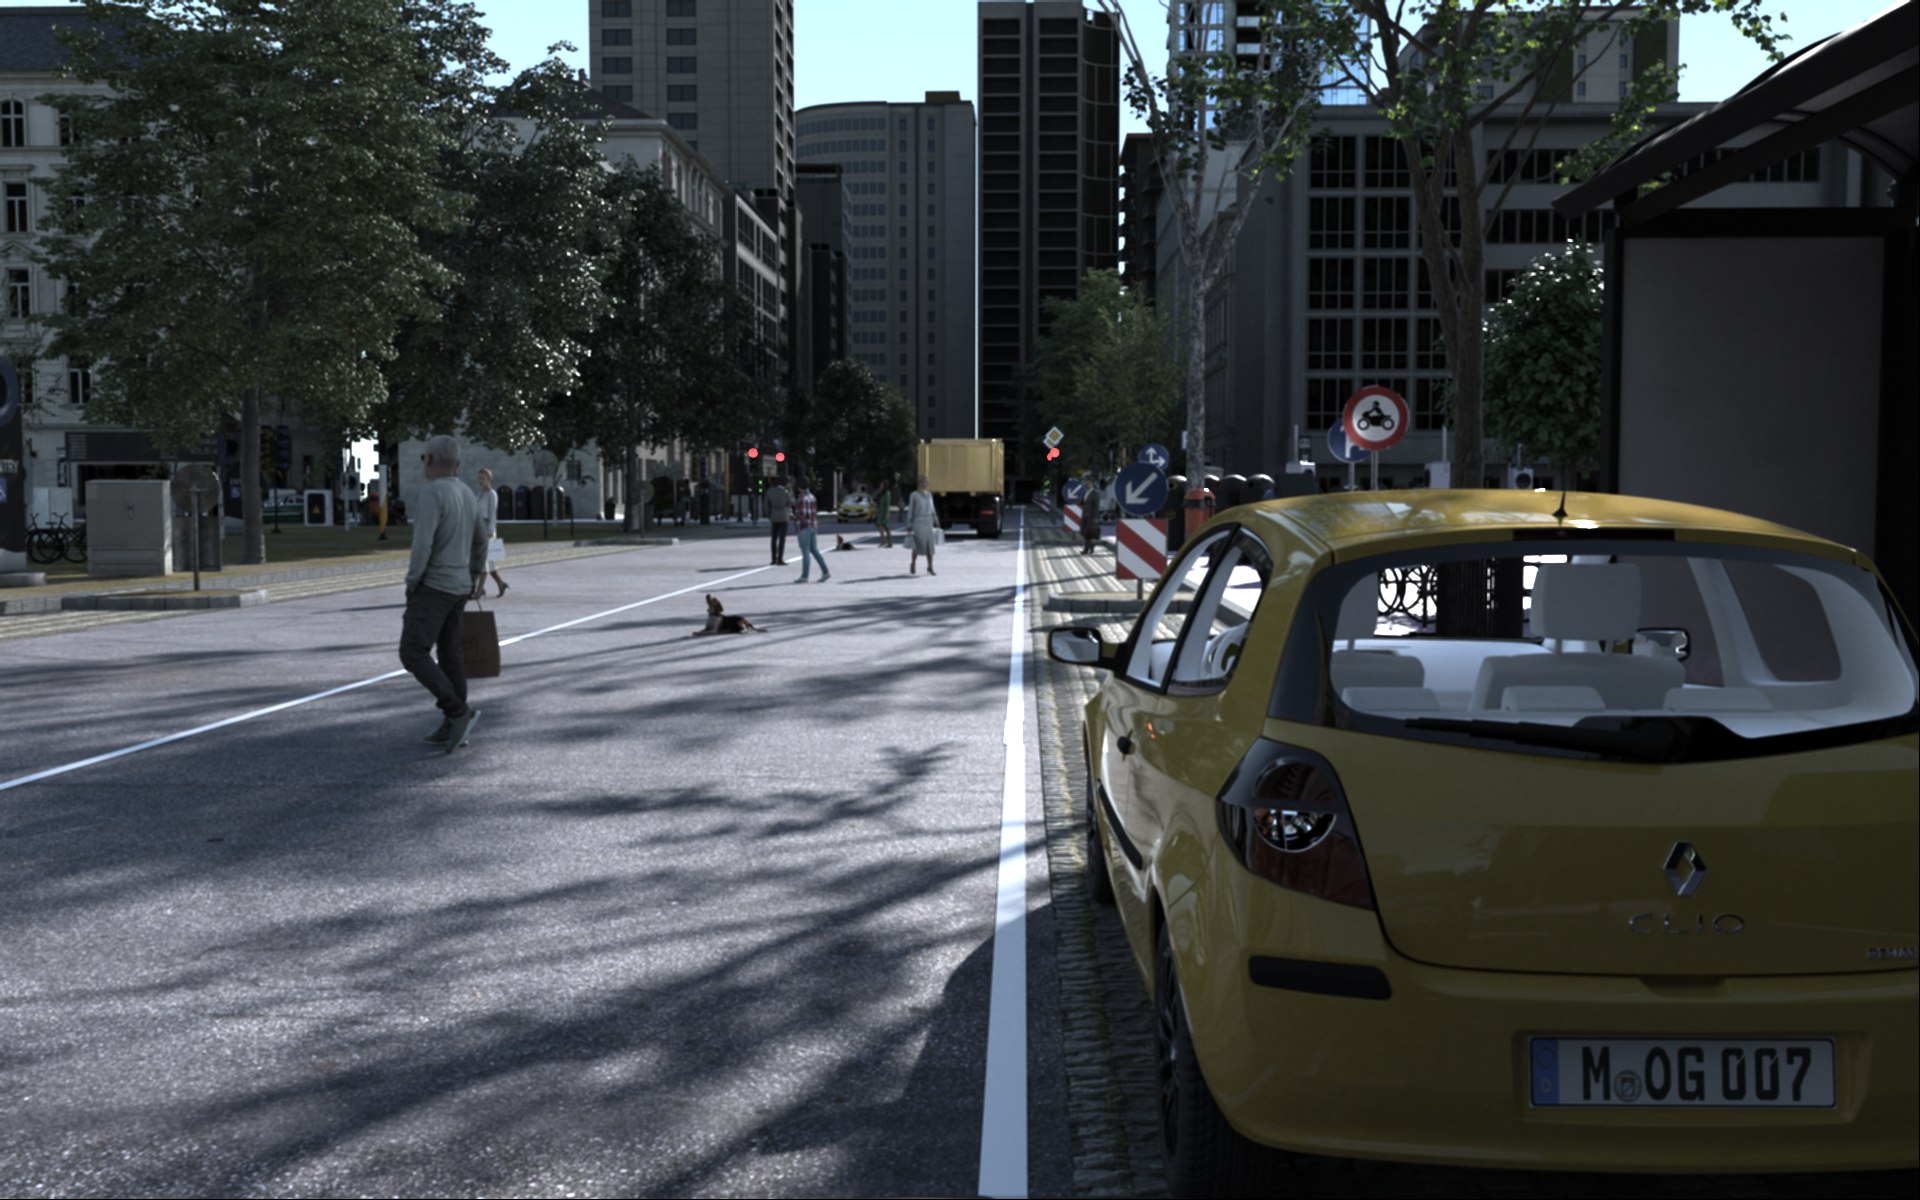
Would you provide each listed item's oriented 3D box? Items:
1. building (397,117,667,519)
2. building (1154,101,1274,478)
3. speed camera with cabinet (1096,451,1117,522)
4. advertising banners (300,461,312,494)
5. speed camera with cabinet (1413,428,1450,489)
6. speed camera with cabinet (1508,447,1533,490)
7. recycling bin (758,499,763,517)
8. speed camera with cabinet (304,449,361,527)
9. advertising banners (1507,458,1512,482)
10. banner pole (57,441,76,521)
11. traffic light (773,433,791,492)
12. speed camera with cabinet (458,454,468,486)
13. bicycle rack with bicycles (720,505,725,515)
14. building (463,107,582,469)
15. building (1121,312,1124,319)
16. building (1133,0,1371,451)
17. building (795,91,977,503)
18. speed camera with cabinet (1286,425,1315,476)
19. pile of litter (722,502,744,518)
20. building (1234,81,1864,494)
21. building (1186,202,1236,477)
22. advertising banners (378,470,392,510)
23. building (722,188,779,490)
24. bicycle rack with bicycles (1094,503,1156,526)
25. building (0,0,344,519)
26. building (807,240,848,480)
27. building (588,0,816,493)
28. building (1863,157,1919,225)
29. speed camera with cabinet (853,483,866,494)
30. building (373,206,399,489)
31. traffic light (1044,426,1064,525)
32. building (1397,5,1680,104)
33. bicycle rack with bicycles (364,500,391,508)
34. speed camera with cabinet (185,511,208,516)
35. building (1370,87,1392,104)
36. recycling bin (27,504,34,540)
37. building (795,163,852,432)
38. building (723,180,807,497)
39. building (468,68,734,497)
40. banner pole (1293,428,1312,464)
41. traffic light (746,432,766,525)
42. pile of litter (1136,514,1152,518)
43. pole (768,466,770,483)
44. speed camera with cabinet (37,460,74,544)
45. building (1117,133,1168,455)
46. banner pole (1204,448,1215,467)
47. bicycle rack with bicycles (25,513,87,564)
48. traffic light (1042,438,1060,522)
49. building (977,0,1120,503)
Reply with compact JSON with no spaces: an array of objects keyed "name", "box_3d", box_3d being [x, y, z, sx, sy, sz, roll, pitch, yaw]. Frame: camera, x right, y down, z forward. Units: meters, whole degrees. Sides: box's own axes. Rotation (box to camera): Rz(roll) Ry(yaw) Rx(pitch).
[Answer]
[{"name":"building","box_3d":[-23.292,-14.793,96.615,10.420,20.320,16.860,0,4,2]},{"name":"building","box_3d":[22.230,-22.115,139.065,11.434,29.767,29.804,0,4,2]},{"name":"speed camera with cabinet","box_3d":[6.402,-5.201,79.376,0.660,3.252,2.038,-2,4,-27]},{"name":"advertising banners","box_3d":[-35.369,-5.891,92.504,0.090,3.025,2.074,2,4,26]},{"name":"speed camera with cabinet","box_3d":[13.540,-3.396,49.868,0.660,3.252,2.038,0,4,0]},{"name":"speed camera with cabinet","box_3d":[18.615,-3.992,59.612,2.038,3.252,0.660,0,4,-4]},{"name":"recycling bin","box_3d":[-10.678,-5.075,95.531,0.722,1.027,0.722,-3,5,-39]},{"name":"speed camera with cabinet","box_3d":[-24.435,-4.469,67.409,2.038,3.252,0.660,-1,4,-11]},{"name":"advertising banners","box_3d":[26.006,-5.179,80.859,0.090,3.025,2.074,-1,4,-10]},{"name":"banner pole","box_3d":[-42.413,-5.634,82.138,0.401,3.779,0.863,2,4,31]},{"name":"traffic light","box_3d":[-8.232,-5.566,79.922,0.839,4.253,0.868,0,4,2]},{"name":"speed camera with cabinet","box_3d":[-24.989,-5.637,86.507,0.660,3.252,2.038,-1,4,-21]},{"name":"bicycle rack with bicycles","box_3d":[-15.532,-5.621,105.288,2.925,0.926,2.852,-2,4,-33]},{"name":"building","box_3d":[-61.430,-43.800,258.121,28.212,58.520,21.231,0,4,2]},{"name":"building","box_3d":[30.634,-29.413,252.603,14.107,30.474,14.160,0,4,2]},{"name":"building","box_3d":[29.633,-52.774,175.526,22.319,86.520,31.000,0,4,2]},{"name":"building","box_3d":[-11.735,-43.700,256.500,28.212,58.520,21.231,0,4,2]},{"name":"speed camera with cabinet","box_3d":[9.205,-3.340,48.943,2.038,3.252,0.660,-3,5,-42]},{"name":"pile of litter","box_3d":[-12.250,-4.904,94.149,1.176,0.858,1.719,3,4,37]},{"name":"building","box_3d":[30.673,-16.772,93.291,30.058,24.678,14.314,0,4,2]},{"name":"building","box_3d":[21.535,-16.985,113.861,11.583,22.565,21.152,0,4,2]},{"name":"advertising banners","box_3d":[-42.643,-8.115,128.867,0.090,3.025,2.074,1,4,16]},{"name":"building","box_3d":[-23.286,-21.227,140.566,14.314,27.812,24.014,0,4,2]},{"name":"bicycle rack with bicycles","box_3d":[6.581,-3.482,70.310,2.925,0.926,2.852,0,4,-2]},{"name":"building","box_3d":[-58.733,-19.568,96.349,44.131,29.872,17.030,0,4,2]},{"name":"building","box_3d":[-20.522,-26.071,197.959,14.160,30.474,14.107,0,4,2]},{"name":"building","box_3d":[-25.683,-45.340,179.565,20.563,71.187,20.611,0,4,2]},{"name":"building","box_3d":[55.573,-16.649,90.226,19.932,24.808,12.078,0,4,2]},{"name":"speed camera with cabinet","box_3d":[-9.356,-9.823,154.946,2.038,3.252,0.660,-3,4,-38]},{"name":"building","box_3d":[-64.567,-34.724,217.843,14.200,45.320,14.600,0,4,2]},{"name":"traffic light","box_3d":[3.882,-5.051,71.510,0.839,4.253,0.868,0,4,2]},{"name":"building","box_3d":[68.659,-40.792,208.947,28.212,58.520,21.231,0,4,2]},{"name":"bicycle rack with bicycles","box_3d":[-47.006,-7.653,138.515,2.852,0.926,2.925,3,5,42]},{"name":"speed camera with cabinet","box_3d":[-36.970,-5.552,85.118,2.038,3.252,0.660,-1,4,-15]},{"name":"building","box_3d":[52.719,-43.567,254.311,28.212,58.520,21.231,0,4,2]},{"name":"recycling bin","box_3d":[-26.348,-2.235,49.097,0.722,1.027,0.722,1,4,19]},{"name":"building","box_3d":[-20.781,-32.573,216.170,14.086,41.232,14.154,0,4,2]},{"name":"building","box_3d":[-22.664,-23.943,163.162,14.160,30.474,14.107,0,4,2]},{"name":"building","box_3d":[-23.973,-20.148,116.813,14.401,28.519,23.554,0,4,2]},{"name":"banner pole","box_3d":[12.743,-4.577,64.844,0.863,3.779,0.401,1,4,10]},{"name":"traffic light","box_3d":[-8.522,-5.078,71.942,0.839,4.253,0.868,0,4,2]},{"name":"pile of litter","box_3d":[9.341,-4.737,91.408,1.719,0.858,1.176,0,4,4]},{"name":"pole","box_3d":[-14.078,-8.194,127.819,0.158,3.312,0.155,0,3,0]},{"name":"speed camera with cabinet","box_3d":[-22.984,-3.000,43.380,2.038,3.252,0.660,3,4,38]},{"name":"building","box_3d":[30.150,-33.785,207.005,22.147,44.769,28.867,0,4,2]},{"name":"banner pole","box_3d":[13.477,-6.327,93.469,0.863,3.779,0.401,1,4,20]},{"name":"bicycle rack with bicycles","box_3d":[-16.799,-1.185,32.761,2.925,0.926,2.852,-1,4,-10]},{"name":"traffic light","box_3d":[4.172,-5.539,79.490,0.839,4.253,0.868,0,4,2]},{"name":"building","box_3d":[13.041,-49.938,254.740,20.611,71.187,20.563,0,4,2]}]
